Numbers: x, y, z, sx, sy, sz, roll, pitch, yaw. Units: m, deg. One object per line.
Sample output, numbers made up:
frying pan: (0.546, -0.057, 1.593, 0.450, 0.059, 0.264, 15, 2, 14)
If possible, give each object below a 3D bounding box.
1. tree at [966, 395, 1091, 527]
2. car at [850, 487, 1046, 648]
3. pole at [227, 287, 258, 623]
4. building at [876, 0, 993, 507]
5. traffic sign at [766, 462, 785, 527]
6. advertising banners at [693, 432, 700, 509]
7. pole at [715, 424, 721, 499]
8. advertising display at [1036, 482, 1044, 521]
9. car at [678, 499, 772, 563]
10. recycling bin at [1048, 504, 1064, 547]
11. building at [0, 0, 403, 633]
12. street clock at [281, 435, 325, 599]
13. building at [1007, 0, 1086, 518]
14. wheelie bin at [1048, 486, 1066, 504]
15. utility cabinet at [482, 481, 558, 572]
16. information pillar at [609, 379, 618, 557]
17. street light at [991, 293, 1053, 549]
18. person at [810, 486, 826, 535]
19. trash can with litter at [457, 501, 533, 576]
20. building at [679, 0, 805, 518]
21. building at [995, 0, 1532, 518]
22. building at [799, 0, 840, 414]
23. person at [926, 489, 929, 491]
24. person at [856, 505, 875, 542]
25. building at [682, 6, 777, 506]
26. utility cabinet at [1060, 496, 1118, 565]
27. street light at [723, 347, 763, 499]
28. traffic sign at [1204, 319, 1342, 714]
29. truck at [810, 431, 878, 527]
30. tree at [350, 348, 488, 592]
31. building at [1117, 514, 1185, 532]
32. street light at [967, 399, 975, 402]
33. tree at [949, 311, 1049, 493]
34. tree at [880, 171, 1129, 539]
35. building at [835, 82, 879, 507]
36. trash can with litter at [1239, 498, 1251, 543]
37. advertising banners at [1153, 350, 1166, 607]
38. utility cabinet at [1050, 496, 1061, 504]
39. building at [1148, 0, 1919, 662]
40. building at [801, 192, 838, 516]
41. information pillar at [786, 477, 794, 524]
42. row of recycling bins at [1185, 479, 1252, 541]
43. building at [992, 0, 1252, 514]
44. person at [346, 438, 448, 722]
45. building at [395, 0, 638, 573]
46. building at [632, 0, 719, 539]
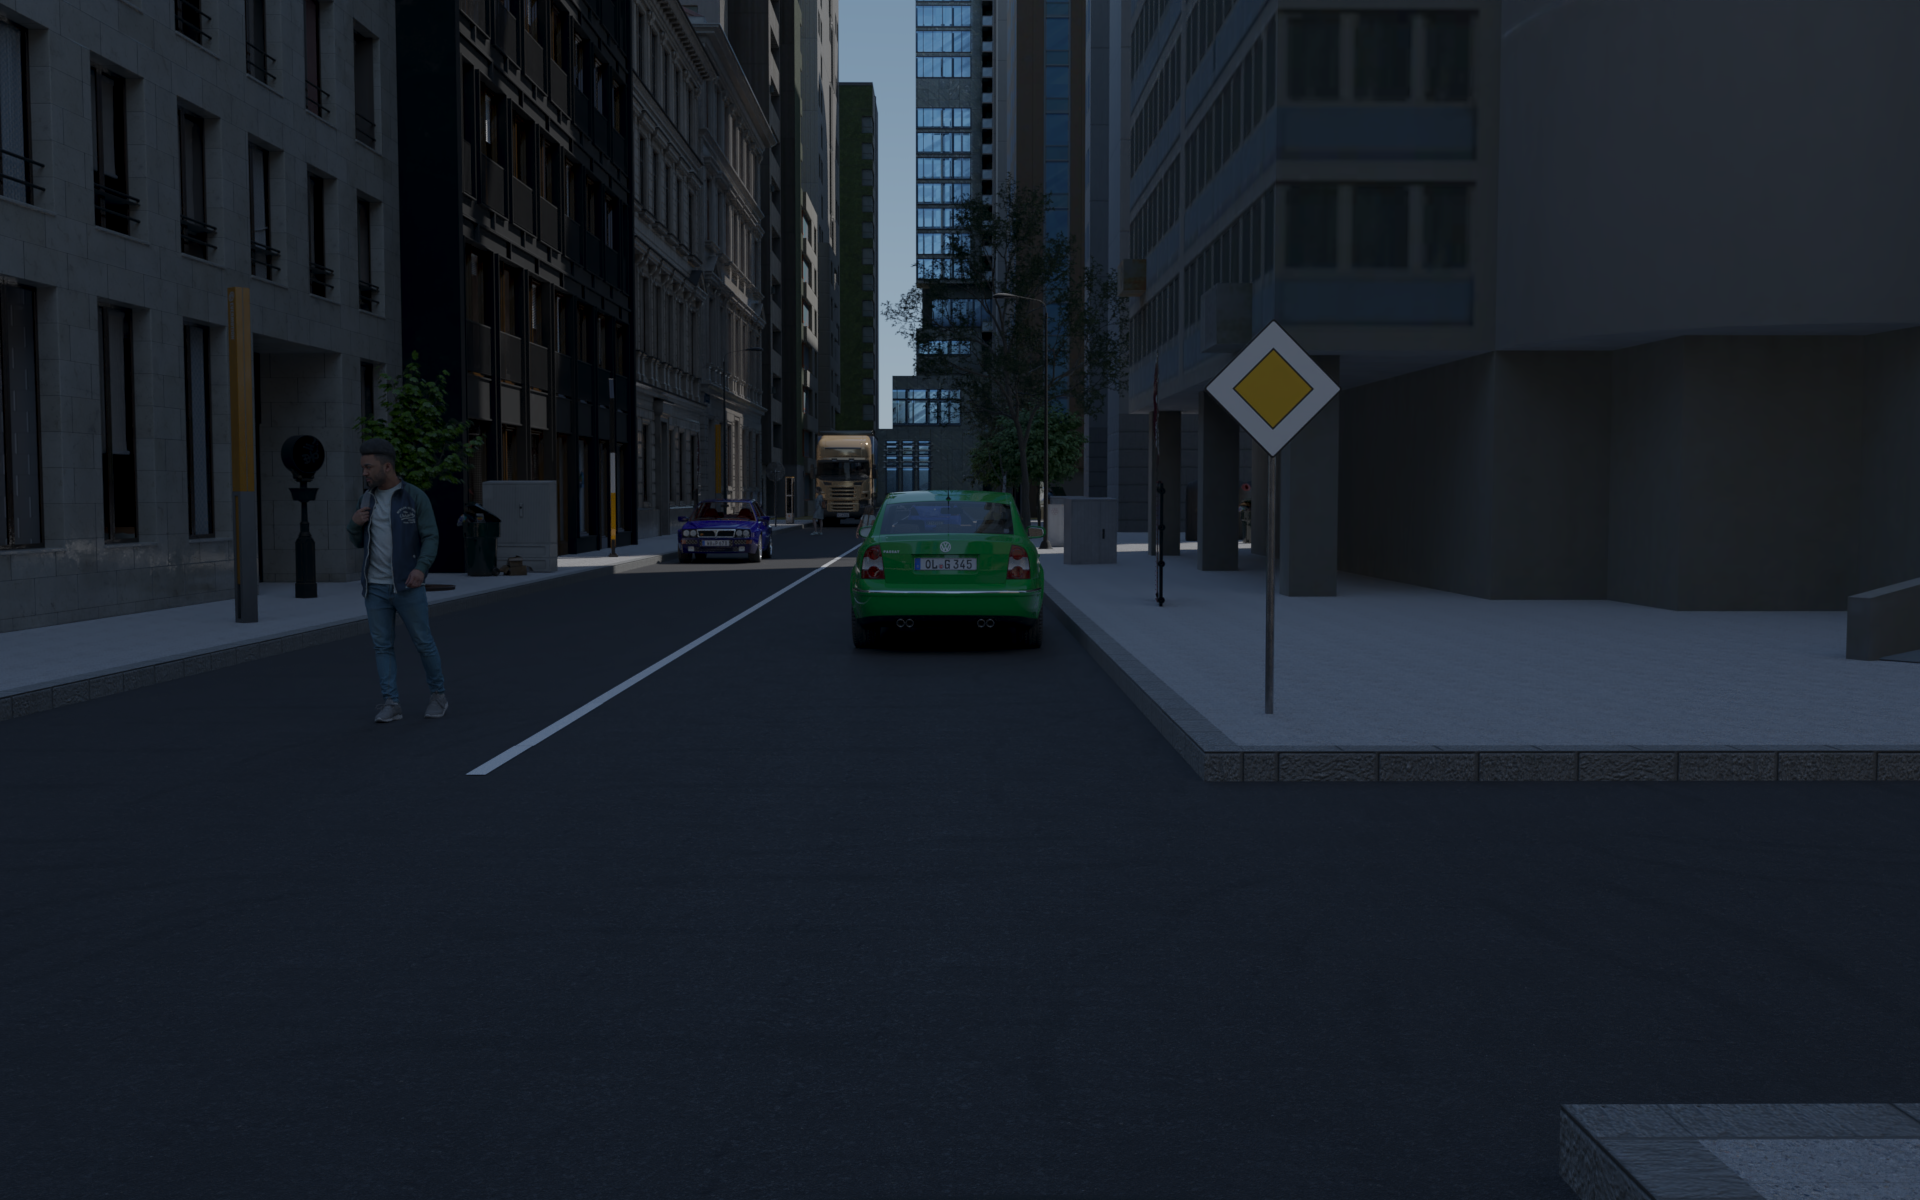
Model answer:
tree: (2.645, -4.434, 56.206, 4.285, 4.588, 4.351, 0, 3, 0)
car: (-0.092, -0.531, 17.475, 1.959, 1.807, 4.718, 0, 4, 1)
pole: (-7.124, -1.428, 17.199, 0.158, 3.312, 0.155, 0, 3, 0)
building: (7.155, -53.001, 179.232, 31.000, 86.520, 22.319, 0, 4, 0)
traffic sign: (-7.234, -4.146, 67.894, 0.768, 2.556, 0.104, 0, 4, 4)
advertising banners: (-7.569, -3.275, 49.730, 0.090, 3.025, 2.074, -1, 4, -12)
pole: (-7.094, -3.482, 50.775, 0.158, 3.312, 0.155, 0, 3, 0)
advertising display: (3.918, -4.751, 82.893, 0.123, 1.923, 0.974, 2, 4, 28)
car: (-5.042, -1.518, 37.403, 1.945, 1.354, 3.894, 0, 4, -1)
recycling bin: (2.542, -1.818, 42.280, 0.722, 1.027, 0.722, 1, 4, 11)
building: (-14.052, -10.040, 18.904, 10.420, 20.320, 16.860, 0, 4, 0)
street clock: (-8.071, -1.025, 21.324, 0.358, 2.002, 0.471, 2, 4, 34)
building: (9.837, -27.461, 99.101, 14.600, 45.320, 14.200, 0, 4, 0)
wheelie bin: (3.999, -3.931, 72.174, 0.980, 1.594, 0.693, -2, 4, -35)
utility cabinet: (-7.221, -1.206, 28.403, 1.173, 1.500, 0.318, 1, 4, 12)
information pillar: (-7.048, -2.677, 35.117, 0.183, 3.616, 0.504, -1, 4, -13)
street light: (1.455, -4.140, 40.233, 1.470, 5.913, 1.316, 0, 4, 0)
person: (-4.973, -3.151, 61.028, 0.522, 1.701, 0.512, 1, 4, 8)
trash can with litter: (-7.299, -0.967, 27.202, 1.055, 1.170, 0.624, -3, 4, -36)
building: (-15.928, -19.587, 91.952, 14.160, 30.474, 14.107, 0, 4, 0)
building: (18.576, -26.086, 118.393, 32.217, 40.220, 23.993, 0, 4, 0)
building: (-23.834, -33.974, 144.707, 27.495, 52.752, 28.713, 0, 4, 0)
person: (-1.912, -5.909, 105.908, 0.742, 1.727, 0.445, -3, 5, -45)
person: (-1.856, -1.274, 34.348, 0.505, 1.210, 0.382, 1, 4, 21)
building: (-14.474, -14.477, 72.858, 11.583, 22.565, 21.152, 0, 4, 0)
utility cabinet: (2.399, -1.261, 31.779, 1.020, 1.237, 0.306, -2, 4, -31)
street light: (-6.933, -5.043, 55.000, 1.470, 5.913, 1.316, 0, 4, 0)
traffic sign: (1.803, -0.392, 10.056, 0.795, 2.450, 0.064, 0, 4, 0)
truck: (-5.121, -5.514, 79.065, 2.839, 4.237, 11.283, 0, 4, -1)
tree: (-7.160, -1.745, 23.137, 1.663, 3.219, 1.824, 0, 3, 0)
building: (15.666, -32.309, 70.246, 21.231, 58.520, 28.212, 0, 4, 0)
street light: (1.030, -6.888, 85.162, 1.470, 5.913, 1.316, 0, 4, 0)
tree: (1.700, -7.288, 69.516, 4.360, 8.622, 3.978, 0, 3, 0)
tree: (1.937, -7.038, 49.491, 8.767, 10.594, 7.601, 0, 4, -3)
building: (-15.346, -30.093, 175.617, 14.086, 41.232, 14.154, 0, 4, 0)
trash can with litter: (7.676, -2.074, 45.301, 0.624, 1.170, 1.055, 2, 4, 33)
advertising banners: (2.365, -1.492, 20.588, 0.090, 3.025, 2.074, 0, 4, 5)
utility cabinet: (3.202, -2.478, 51.674, 1.020, 1.237, 0.306, 0, 4, -3)
building: (15.254, -20.451, 26.256, 23.993, 40.220, 32.217, 0, 4, 0)
building: (-22.726, -16.428, 113.631, 27.650, 21.520, 28.899, 0, 4, 0)
information pillar: (-7.329, -4.291, 74.652, 0.304, 2.012, 0.304, 1, 4, 9)
row of recycling bins: (7.463, -2.525, 48.398, 1.069, 1.692, 3.534, 3, 5, 43)
building: (13.222, -36.890, 145.149, 21.231, 58.520, 28.212, 0, 4, 0)
person: (-3.585, -0.131, 10.982, 0.623, 1.781, 0.721, 0, 4, 1)
building: (-14.219, -12.566, 35.126, 12.332, 23.373, 15.834, 0, 4, 0)
building: (-13.825, -11.508, 52.788, 10.561, 19.102, 19.286, 0, 4, 0)
